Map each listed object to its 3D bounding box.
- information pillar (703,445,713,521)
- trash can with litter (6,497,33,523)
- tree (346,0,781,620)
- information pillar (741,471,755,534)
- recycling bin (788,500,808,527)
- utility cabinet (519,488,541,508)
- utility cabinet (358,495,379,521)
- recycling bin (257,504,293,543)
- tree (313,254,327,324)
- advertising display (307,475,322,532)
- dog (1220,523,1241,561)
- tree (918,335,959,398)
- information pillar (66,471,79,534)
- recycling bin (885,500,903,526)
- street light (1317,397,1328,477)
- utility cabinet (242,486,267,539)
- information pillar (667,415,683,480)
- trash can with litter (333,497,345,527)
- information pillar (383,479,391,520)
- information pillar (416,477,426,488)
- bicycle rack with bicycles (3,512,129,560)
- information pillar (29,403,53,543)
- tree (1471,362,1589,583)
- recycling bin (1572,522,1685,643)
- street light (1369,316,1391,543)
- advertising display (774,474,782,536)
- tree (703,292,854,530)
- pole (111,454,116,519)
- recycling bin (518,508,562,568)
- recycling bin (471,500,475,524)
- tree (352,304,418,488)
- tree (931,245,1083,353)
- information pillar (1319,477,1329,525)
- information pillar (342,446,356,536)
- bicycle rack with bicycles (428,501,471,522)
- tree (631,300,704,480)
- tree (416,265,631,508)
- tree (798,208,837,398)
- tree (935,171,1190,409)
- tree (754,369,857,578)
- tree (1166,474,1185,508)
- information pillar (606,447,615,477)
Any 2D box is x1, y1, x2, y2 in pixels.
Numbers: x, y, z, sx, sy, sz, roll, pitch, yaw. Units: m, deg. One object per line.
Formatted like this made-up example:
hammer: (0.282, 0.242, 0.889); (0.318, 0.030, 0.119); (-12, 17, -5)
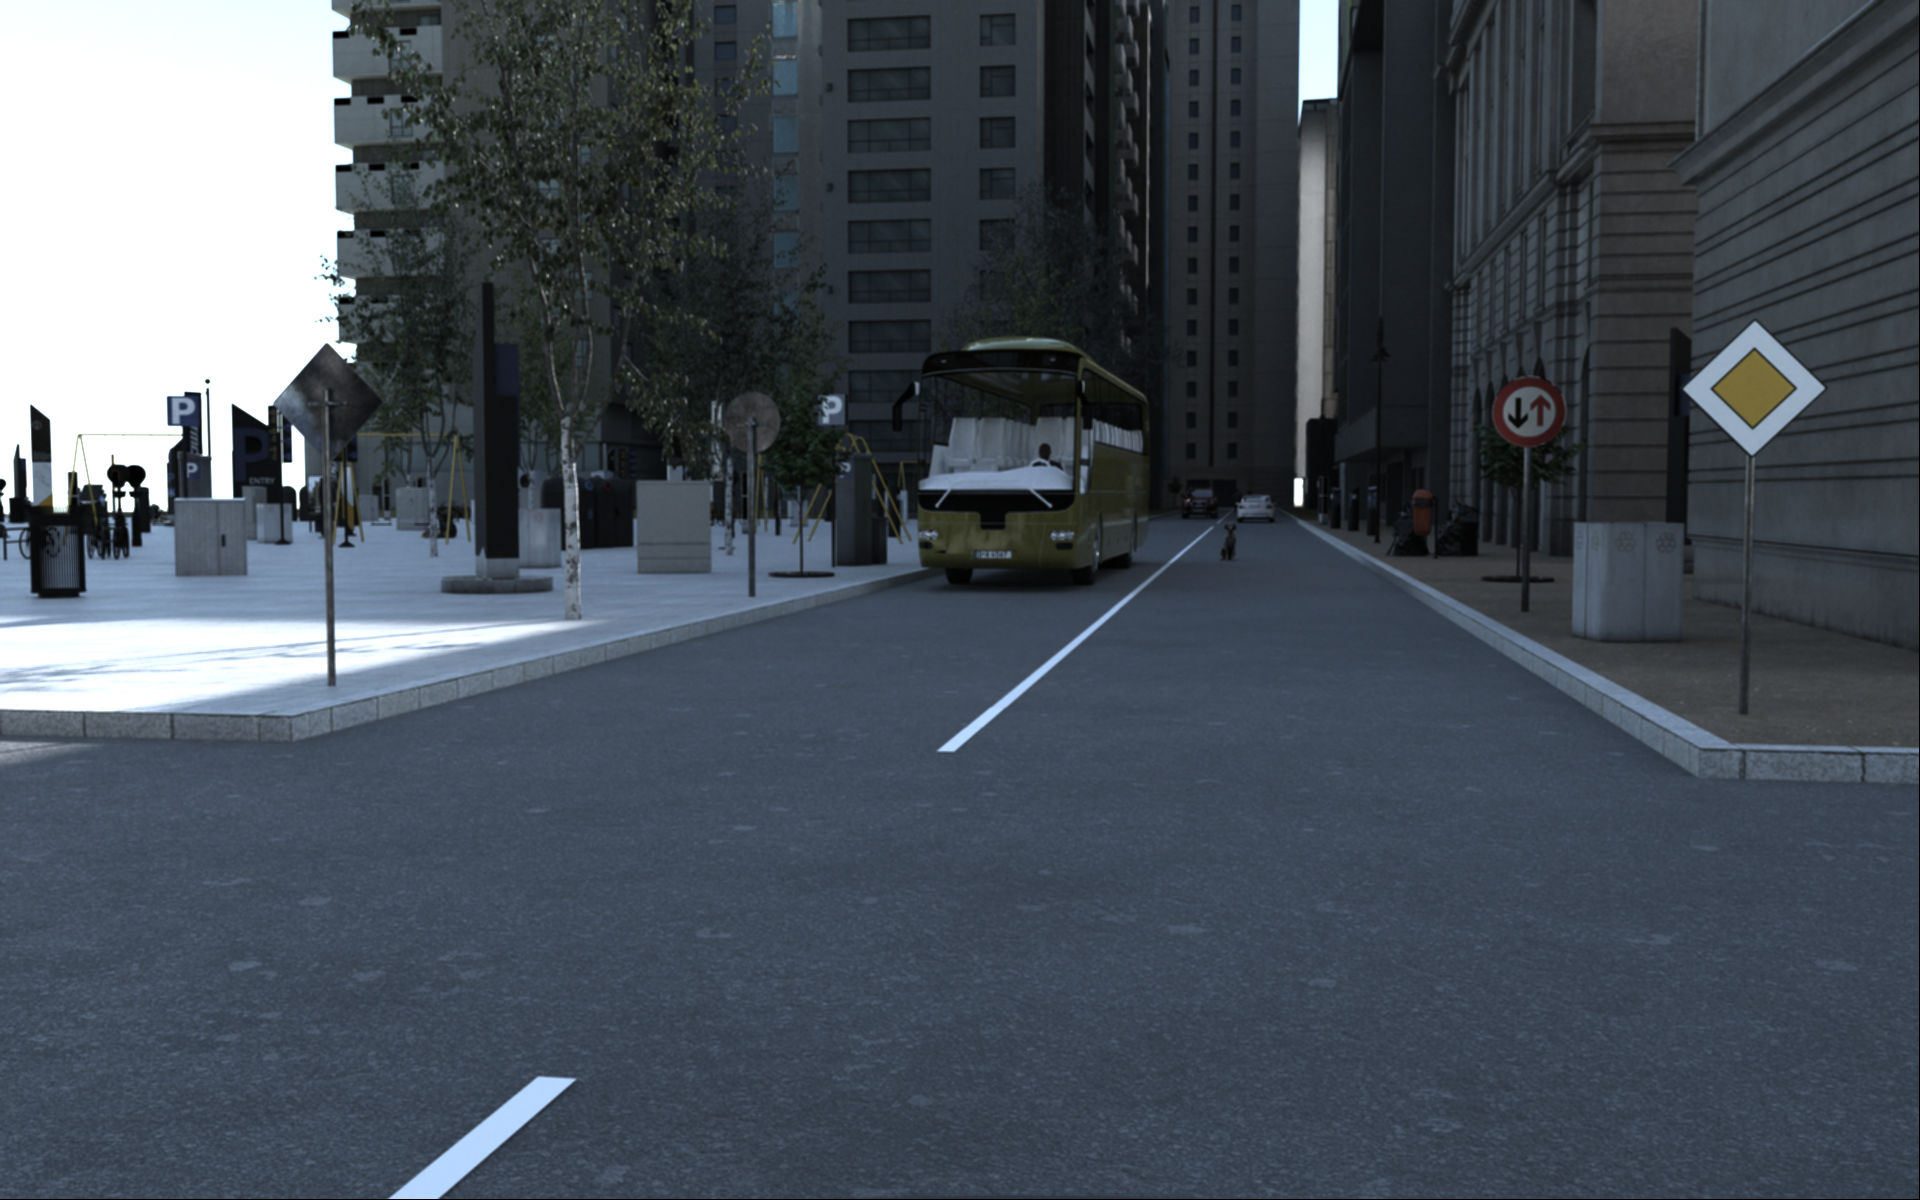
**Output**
information pillar: (-12.028, -5.595, 82.829); (0.504, 3.616, 0.183); (1, 4, 19)
trash can with litter: (-42.218, -4.058, 77.737); (1.055, 1.170, 0.624); (-3, 5, -42)
tree: (-3.897, -4.091, 17.256); (4.360, 8.622, 3.978); (0, 3, 0)
information pillar: (-6.865, -3.159, 56.135); (0.304, 2.012, 0.304); (3, 5, 40)
recycling bin: (-6.416, -3.422, 68.500); (0.722, 1.027, 0.722); (-1, 4, -14)
utility cabinet: (-14.749, -3.104, 59.433); (0.318, 1.500, 1.173); (3, 4, 37)
utility cabinet: (-27.944, -4.314, 81.703); (0.306, 1.237, 1.020); (3, 4, 38)
recycling bin: (-17.979, -2.011, 45.435); (0.722, 1.027, 0.722); (-3, 4, -37)
tree: (-10.834, -5.187, 35.175); (4.360, 8.622, 3.978); (0, 3, 0)
advertising display: (-21.537, -3.244, 58.256); (0.974, 1.923, 0.123); (1, 4, 23)
dog: (5.913, -1.267, 37.559); (0.513, 0.831, 0.800); (3, 4, 39)
tree: (0.029, -7.802, 77.929); (4.360, 8.622, 3.978); (0, 3, 0)
information pillar: (-28.680, -3.151, 56.005); (0.304, 2.012, 0.304); (-2, 4, -34)
recycling bin: (-2.723, -3.572, 70.962); (0.722, 1.027, 0.722); (0, 4, 3)
street light: (17.293, -6.731, 82.840); (0.468, 5.910, 1.993); (1, 4, 10)
utility cabinet: (-19.803, -2.447, 48.684); (0.318, 1.500, 1.173); (0, 4, -4)
information pillar: (-8.269, -3.608, 50.343); (0.504, 3.616, 0.183); (-3, 5, -42)
trash can with litter: (-24.147, -3.441, 67.651); (0.624, 1.170, 1.055); (-1, 4, -11)
information pillar: (-28.205, -4.941, 85.274); (0.304, 2.012, 0.304); (-1, 4, -12)
information pillar: (-22.722, -4.193, 73.053); (0.304, 2.012, 0.304); (0, 3, 0)
bicycle rack with bicycles: (-17.743, -1.311, 34.815); (2.852, 0.926, 2.925); (-1, 4, -10)
information pillar: (-23.801, -3.274, 44.878); (0.504, 3.616, 0.183); (-3, 5, -43)
tree: (8.376, -1.889, 25.481); (1.663, 3.219, 1.824); (0, 3, 0)
recycling bin: (5.886, -0.167, 15.284); (0.722, 1.027, 0.722); (0, 4, -1)
street light: (10.933, -4.429, 45.205); (0.468, 5.910, 1.993); (1, 4, 10)
advertising display: (-5.658, -2.976, 53.879); (0.123, 1.923, 0.974); (0, 4, 2)
tree: (-5.961, -6.819, 61.858); (4.737, 8.622, 4.395); (0, 3, 0)
pole: (-42.901, -5.744, 87.762); (0.158, 3.312, 0.155); (0, 3, 0)
recycling bin: (-7.412, -1.082, 30.244); (0.722, 1.027, 0.722); (0, 4, 4)
recycling bin: (-20.469, -3.763, 74.072); (0.722, 1.027, 0.722); (-2, 4, -30)
tree: (-21.031, -7.019, 65.116); (4.737, 8.622, 4.395); (0, 3, 0)
tree: (1.596, -6.157, 51.034); (4.737, 8.622, 4.395); (0, 3, 0)
information pillar: (15.222, -4.159, 72.484); (0.304, 2.012, 0.304); (-1, 4, -18)
information pillar: (-18.812, -3.783, 53.202); (0.504, 3.616, 0.183); (3, 4, 36)
bicycle rack with bicycles: (-26.461, -4.603, 88.641); (2.925, 0.926, 2.852); (-3, 4, -38)
tree: (-10.666, -7.034, 65.374); (4.737, 8.622, 4.395); (0, 3, 0)
tree: (-13.630, -6.347, 54.133); (4.737, 8.622, 4.395); (0, 3, 0)
tree: (-4.769, -5.257, 36.315); (4.360, 8.622, 3.978); (0, 3, 0)
tree: (3.576, -9.577, 66.952); (12.009, 13.543, 11.850); (0, 3, 0)
tree: (-2.424, -1.971, 26.832); (1.663, 3.219, 1.824); (0, 3, 0)
tree: (20.180, -10.270, 162.517); (1.663, 3.219, 1.824); (0, 3, 0)
information pillar: (-17.437, -5.818, 86.484); (0.183, 3.616, 0.504); (3, 4, 36)
